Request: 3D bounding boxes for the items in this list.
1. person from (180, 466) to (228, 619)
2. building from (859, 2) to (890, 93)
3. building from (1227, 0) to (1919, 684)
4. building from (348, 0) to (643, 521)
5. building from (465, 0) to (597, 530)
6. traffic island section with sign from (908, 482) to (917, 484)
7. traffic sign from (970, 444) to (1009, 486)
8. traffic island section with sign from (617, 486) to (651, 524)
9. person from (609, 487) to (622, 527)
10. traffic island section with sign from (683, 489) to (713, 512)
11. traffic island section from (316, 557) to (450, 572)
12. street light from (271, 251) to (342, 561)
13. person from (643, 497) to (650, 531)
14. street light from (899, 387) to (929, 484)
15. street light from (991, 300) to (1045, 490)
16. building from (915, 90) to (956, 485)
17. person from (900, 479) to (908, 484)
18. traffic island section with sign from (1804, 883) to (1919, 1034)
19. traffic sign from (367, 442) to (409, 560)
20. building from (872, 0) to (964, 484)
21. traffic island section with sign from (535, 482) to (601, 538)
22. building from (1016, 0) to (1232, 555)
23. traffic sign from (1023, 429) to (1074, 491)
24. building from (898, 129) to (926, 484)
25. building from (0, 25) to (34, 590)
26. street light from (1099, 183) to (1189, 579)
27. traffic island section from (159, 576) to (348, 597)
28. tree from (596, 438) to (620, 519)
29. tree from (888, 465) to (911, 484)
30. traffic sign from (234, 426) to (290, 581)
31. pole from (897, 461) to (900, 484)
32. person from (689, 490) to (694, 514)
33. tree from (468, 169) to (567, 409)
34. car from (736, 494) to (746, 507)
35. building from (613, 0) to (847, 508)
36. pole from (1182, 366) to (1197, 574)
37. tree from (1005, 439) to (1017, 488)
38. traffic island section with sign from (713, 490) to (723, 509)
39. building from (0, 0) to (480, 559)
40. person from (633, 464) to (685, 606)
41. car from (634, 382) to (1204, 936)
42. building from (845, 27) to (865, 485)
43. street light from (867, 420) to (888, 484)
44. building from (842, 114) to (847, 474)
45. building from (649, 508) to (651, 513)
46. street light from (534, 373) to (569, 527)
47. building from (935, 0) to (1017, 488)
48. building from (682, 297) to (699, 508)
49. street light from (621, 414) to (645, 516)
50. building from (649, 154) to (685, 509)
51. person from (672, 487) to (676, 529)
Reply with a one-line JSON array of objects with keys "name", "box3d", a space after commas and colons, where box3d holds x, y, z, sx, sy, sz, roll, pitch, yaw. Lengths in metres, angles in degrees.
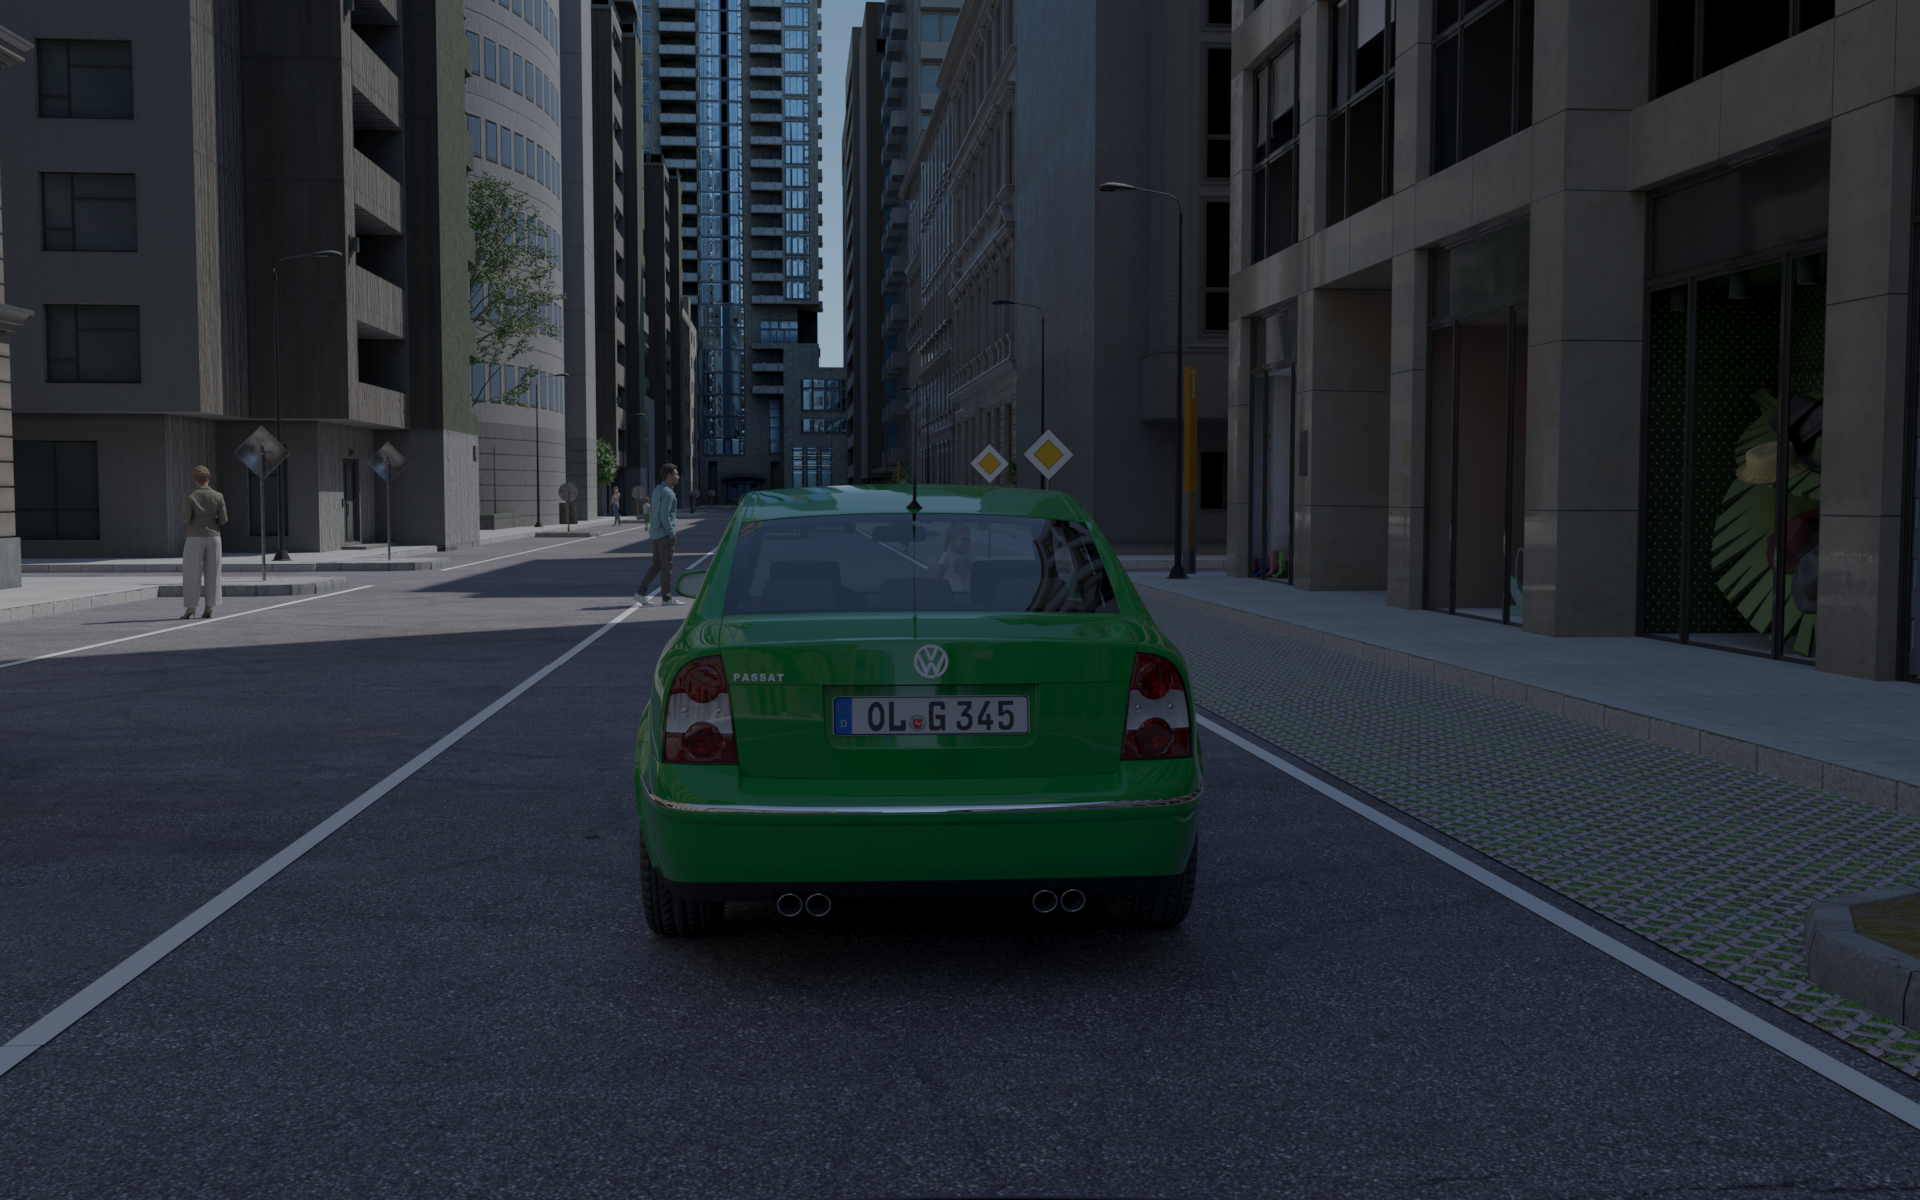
[{"name": "person", "box3d": [-8.741, -0.668, 19.977, 0.519, 1.759, 0.362, -3, 5, -42]}, {"name": "building", "box3d": [-1.858, -31.002, 156.998, 14.600, 45.320, 14.200, 0, 4, -6]}, {"name": "building", "box3d": [15.379, -12.595, 10.447, 19.350, 26.468, 34.151, 0, 4, -6]}, {"name": "building", "box3d": [-25.948, -20.098, 100.307, 14.160, 30.474, 14.107, 0, 4, -6]}, {"name": "building", "box3d": [-27.276, -32.299, 70.082, 21.231, 58.520, 28.212, 0, 4, -6]}, {"name": "traffic island section with sign", "box3d": [-1.767, -3.091, 59.162, 1.989, 1.847, 2.006, 0, 4, -6]}, {"name": "traffic sign", "box3d": [0.588, -1.893, 34.598, 0.795, 2.450, 0.064, 0, 4, -6]}, {"name": "traffic island section with sign", "box3d": [-15.733, -4.671, 85.006, 1.989, 1.847, 2.006, 0, 4, -6]}, {"name": "person", "box3d": [-15.121, -4.108, 76.258, 0.643, 1.750, 0.593, -3, 4, -37]}, {"name": "traffic island section with sign", "box3d": [-20.602, -7.755, 135.425, 1.989, 1.847, 2.006, 0, 4, -6]}, {"name": "traffic island section", "box3d": [-11.077, -0.690, 33.557, 2.009, 0.180, 2.903, 0, 4, -6]}, {"name": "street light", "box3d": [-12.502, -3.709, 33.175, 1.470, 5.913, 1.316, 0, 4, -6]}, {"name": "person", "box3d": [-12.077, -3.301, 66.723, 0.306, 1.304, 0.590, 0, 4, 7]}, {"name": "street light", "box3d": [-1.935, -6.288, 75.356, 1.470, 5.913, 1.316, 0, 4, -6]}, {"name": "street light", "box3d": [1.448, -4.221, 41.561, 1.470, 5.913, 1.316, 0, 4, -6]}, {"name": "building", "box3d": [3.418, -14.202, 81.361, 9.793, 20.994, 18.267, 0, 4, -6]}, {"name": "person", "box3d": [-1.433, -2.061, 42.383, 0.709, 1.800, 0.728, -1, 4, -9]}, {"name": "traffic island section with sign", "box3d": [3.510, 0.241, 4.682, 1.989, 1.847, 2.006, 0, 4, -6]}, {"name": "traffic sign", "box3d": [-11.055, -1.826, 33.497, 0.795, 2.450, 0.064, 0, 4, -6]}, {"name": "building", "box3d": [5.381, -31.516, 134.898, 23.786, 49.044, 30.456, 0, 4, -6]}, {"name": "traffic island section with sign", "box3d": [-13.120, -3.024, 58.078, 1.989, 1.847, 2.006, 0, 4, -6]}, {"name": "building", "box3d": [17.092, -13.651, 42.264, 30.058, 24.678, 14.314, 0, 4, -6]}, {"name": "traffic sign", "box3d": [1.356, -1.407, 26.650, 0.795, 2.450, 0.064, 0, 4, -6]}, {"name": "building", "box3d": [2.536, -16.604, 100.357, 11.050, 23.489, 19.941, 0, 4, -6]}, {"name": "building", "box3d": [-29.277, -12.065, 16.353, 34.723, 24.649, 14.460, 0, 4, -6]}, {"name": "street light", "box3d": [2.769, -3.274, 26.066, 1.470, 5.913, 1.316, 0, 4, -6]}, {"name": "traffic island section", "box3d": [-10.309, -0.204, 25.609, 2.009, 0.180, 2.903, 0, 4, -6]}, {"name": "tree", "box3d": [-19.528, -6.569, 91.117, 4.285, 4.588, 4.351, 0, 3, 0]}, {"name": "tree", "box3d": [-4.173, -7.428, 116.047, 1.663, 3.219, 1.824, 0, 3, 0]}, {"name": "traffic sign", "box3d": [-10.286, -1.340, 25.549, 0.795, 2.450, 0.064, 0, 4, -6]}, {"name": "pole", "box3d": [-3.813, -6.948, 107.437, 0.158, 3.312, 0.155, 0, 3, 0]}, {"name": "person", "box3d": [-19.681, -7.181, 126.828, 0.530, 1.710, 0.541, 1, 4, 15]}, {"name": "tree", "box3d": [-15.554, -7.743, 52.355, 9.928, 11.665, 9.643, 0, 3, 0]}, {"name": "car", "box3d": [-17.681, -8.143, 144.943, 2.131, 1.459, 4.920, 0, 4, -5]}, {"name": "building", "box3d": [-29.096, -54.291, 200.324, 31.000, 86.520, 22.319, 0, 4, -6]}, {"name": "pole", "box3d": [3.690, -2.076, 27.791, 0.158, 3.312, 0.155, 0, 3, 0]}, {"name": "tree", "box3d": [1.903, -3.401, 50.212, 1.663, 3.219, 1.824, 0, 3, 0]}, {"name": "traffic island section with sign", "box3d": [-23.194, -9.396, 162.256, 1.989, 1.847, 2.006, 0, 4, -6]}, {"name": "building", "box3d": [-19.584, -16.373, 39.394, 14.160, 30.474, 14.107, 0, 4, -6]}, {"name": "person", "box3d": [-3.876, -0.840, 22.256, 0.620, 1.820, 0.660, -2, 4, -31]}, {"name": "car", "box3d": [-0.231, 0.108, 7.034, 1.959, 1.807, 4.718, 0, 4, -4]}, {"name": "building", "box3d": [-0.508, -33.717, 174.979, 21.300, 48.544, 21.600, 0, 4, -6]}, {"name": "street light", "box3d": [-5.140, -8.349, 109.047, 1.470, 5.913, 1.316, 0, 4, -6]}, {"name": "building", "box3d": [-6.304, -33.674, 200.684, 14.200, 45.320, 14.600, 0, 4, -6]}, {"name": "building", "box3d": [-32.716, -49.464, 121.402, 22.319, 86.520, 31.000, 0, 4, -6]}, {"name": "street light", "box3d": [-15.733, -5.762, 66.745, 1.470, 5.913, 1.316, 0, 4, -6]}, {"name": "building", "box3d": [5.740, -13.799, 61.772, 11.583, 22.565, 21.152, 0, 4, -6]}, {"name": "building", "box3d": [-40.997, -19.848, 169.556, 28.899, 21.520, 27.650, 0, 4, -6]}, {"name": "street light", "box3d": [-18.904, -7.803, 100.113, 1.470, 5.913, 1.316, 0, 4, -6]}, {"name": "building", "box3d": [-30.894, -22.909, 146.262, 14.160, 30.474, 14.107, 0, 4, -6]}, {"name": "person", "box3d": [-11.124, -3.536, 66.535, 0.478, 1.798, 0.641, 2, 4, 28]}]
